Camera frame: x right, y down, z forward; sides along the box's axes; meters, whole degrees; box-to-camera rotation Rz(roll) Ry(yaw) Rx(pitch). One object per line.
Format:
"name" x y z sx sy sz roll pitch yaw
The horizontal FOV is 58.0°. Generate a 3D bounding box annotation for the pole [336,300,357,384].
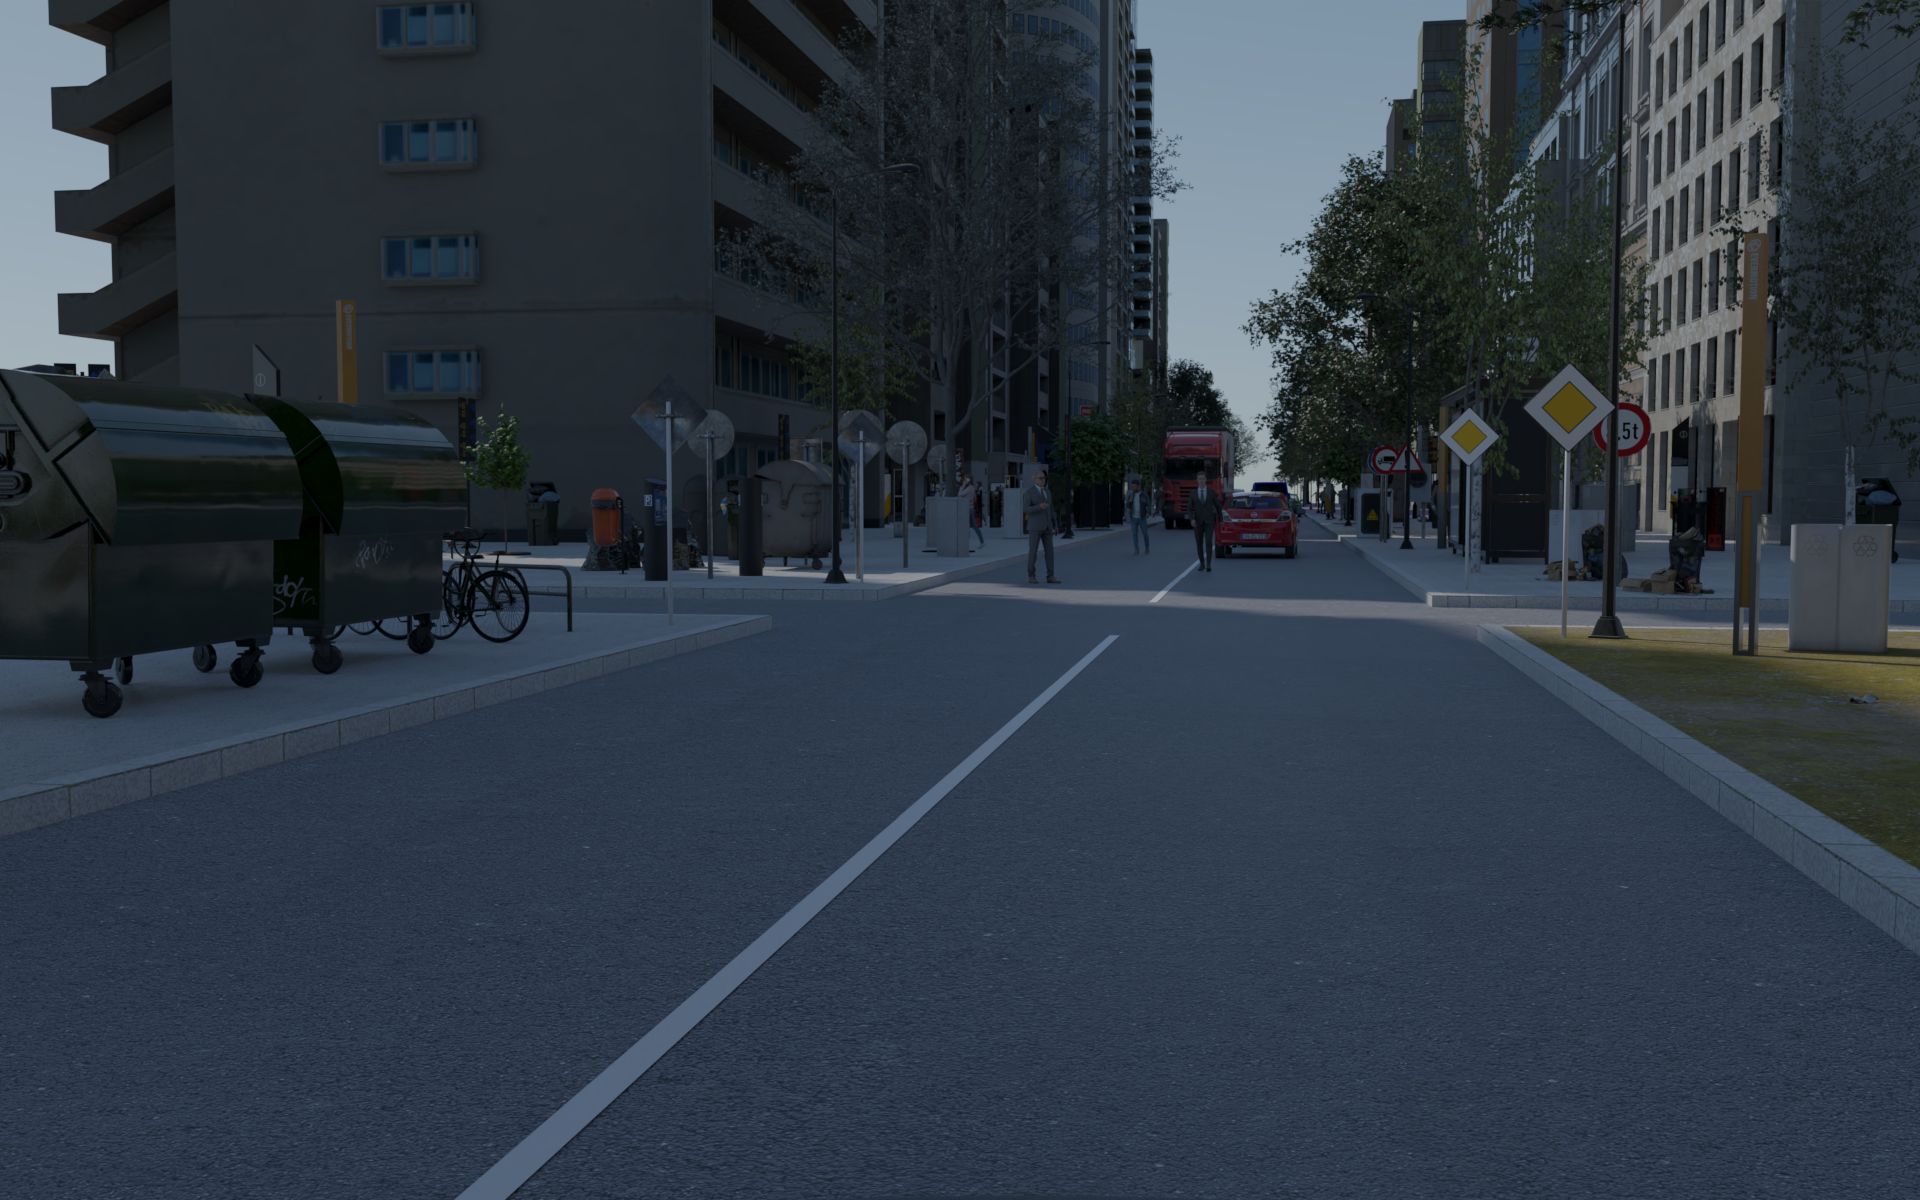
"pole" -6.471 -1.498 18.342 0.158 3.312 0.155 0 3 0

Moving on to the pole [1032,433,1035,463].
"pole" 2.379 -3.912 57.804 0.158 3.312 0.155 0 3 0

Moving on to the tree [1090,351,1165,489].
"tree" 8.635 -8.443 88.412 4.737 8.622 4.395 0 3 0

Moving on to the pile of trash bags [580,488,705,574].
"pile of trash bags" -5.494 -1.183 29.103 1.912 1.369 3.447 0 4 5

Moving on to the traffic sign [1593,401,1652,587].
"traffic sign" 9.128 -1.458 23.944 0.768 2.556 0.104 1 4 15

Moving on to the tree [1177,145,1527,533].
"tree" 13.973 -8.562 57.001 9.611 12.733 9.660 0 3 0

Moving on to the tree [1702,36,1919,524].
"tree" 14.227 -4.726 27.639 4.360 8.622 3.978 0 3 0

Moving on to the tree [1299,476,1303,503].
"tree" 18.639 -7.934 80.076 4.737 8.622 4.395 0 3 0

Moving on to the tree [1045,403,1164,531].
"tree" 4.650 -4.735 61.134 4.285 4.588 4.351 0 3 0

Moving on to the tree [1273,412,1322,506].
"tree" 38.632 -16.742 191.862 7.486 12.596 7.792 0 3 0

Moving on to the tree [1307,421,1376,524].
"tree" 16.678 -5.512 73.835 4.285 4.588 4.351 0 3 0

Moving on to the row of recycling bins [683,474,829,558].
"row of recycling bins" -4.233 -1.741 35.575 3.534 1.692 1.069 2 4 29

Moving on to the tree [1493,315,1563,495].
"tree" 21.495 -7.100 66.443 4.360 8.622 3.978 0 3 0

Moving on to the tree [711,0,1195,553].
"tree" -0.096 -7.787 37.680 12.009 13.543 11.850 0 3 0

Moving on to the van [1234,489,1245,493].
"van" 21.361 -7.778 134.175 2.013 2.044 4.112 1 4 11

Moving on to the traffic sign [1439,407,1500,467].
"traffic sign" 6.839 -1.288 23.247 0.795 2.593 0.064 1 4 10

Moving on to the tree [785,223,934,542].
"tree" -2.822 -5.866 46.268 4.737 8.622 4.395 0 3 0

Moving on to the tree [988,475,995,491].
"tree" 0.907 -6.272 97.141 1.663 3.219 1.824 0 3 0

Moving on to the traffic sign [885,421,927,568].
"traffic sign" -0.946 -1.831 30.045 0.768 2.556 0.104 1 4 15

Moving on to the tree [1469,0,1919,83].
"tree" 5.188 -4.434 6.917 8.767 10.594 7.601 -3 5 -39

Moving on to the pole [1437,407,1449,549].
"pole" 11.287 -2.852 40.469 0.158 3.312 0.155 0 3 0

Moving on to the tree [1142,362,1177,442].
"tree" 19.262 -13.991 145.765 9.611 12.733 9.660 0 3 0

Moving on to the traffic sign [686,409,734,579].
"traffic sign" -3.769 -1.589 26.086 0.768 2.556 0.104 1 4 12

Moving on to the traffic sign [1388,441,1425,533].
"traffic sign" 10.977 -2.608 42.650 0.884 2.594 0.081 1 4 12

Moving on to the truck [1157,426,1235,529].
"truck" 10.204 -5.191 73.782 2.839 4.237 11.283 1 4 11

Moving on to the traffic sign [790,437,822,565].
"traffic sign" -2.779 -1.778 31.207 0.606 2.300 0.079 1 4 15

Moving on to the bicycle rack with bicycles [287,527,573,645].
"bicycle rack with bicycles" -4.817 -0.144 15.730 2.925 0.926 2.852 3 4 37

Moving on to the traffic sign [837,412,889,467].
"traffic sign" -1.418 -1.380 24.760 0.795 2.593 0.064 1 4 10

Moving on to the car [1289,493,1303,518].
"car" 20.288 -6.030 107.385 1.959 1.807 4.718 1 4 11

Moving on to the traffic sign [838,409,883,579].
"traffic sign" -1.536 -1.592 26.128 0.768 2.556 0.104 1 4 12

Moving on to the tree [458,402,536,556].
"tree" -9.580 -2.567 36.564 1.663 3.219 1.824 0 3 0

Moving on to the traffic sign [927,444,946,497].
"traffic sign" -0.483 -2.693 44.135 0.768 2.556 0.104 1 4 14

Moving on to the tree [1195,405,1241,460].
"tree" 27.132 -16.228 191.079 9.928 11.665 9.643 0 3 0

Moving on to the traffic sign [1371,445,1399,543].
"traffic sign" 11.159 -2.768 45.371 0.768 2.556 0.104 1 4 13

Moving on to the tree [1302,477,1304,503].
"tree" 47.113 -17.501 236.498 4.360 8.622 3.978 0 3 0

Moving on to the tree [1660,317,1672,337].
"tree" 14.833 -5.645 42.654 4.737 8.622 4.395 0 3 0

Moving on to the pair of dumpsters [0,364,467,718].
"pair of dumpsters" -5.078 -0.576 11.907 1.574 2.255 4.437 1 4 10

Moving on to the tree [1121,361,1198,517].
"tree" 10.934 -8.889 95.701 4.360 8.622 3.978 0 3 0

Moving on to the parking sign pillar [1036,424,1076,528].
"parking sign pillar" 3.583 -4.782 66.654 1.447 3.967 1.447 1 4 21

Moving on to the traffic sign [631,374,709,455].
"traffic sign" -2.843 -0.900 16.902 0.795 2.593 0.064 1 4 10

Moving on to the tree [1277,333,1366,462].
"tree" 27.420 -13.365 128.891 12.009 13.543 11.850 0 3 0

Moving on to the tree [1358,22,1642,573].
"tree" 8.630 -4.742 27.898 4.737 8.622 4.395 0 3 0

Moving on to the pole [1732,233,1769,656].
"pole" 6.251 -1.214 13.687 0.158 3.312 0.155 0 3 0

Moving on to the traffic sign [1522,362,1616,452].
"traffic sign" 5.413 -0.807 15.390 0.795 2.593 0.064 1 4 10

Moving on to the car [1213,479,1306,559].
"car" 6.888 -1.895 40.025 2.155 1.783 4.494 1 4 12

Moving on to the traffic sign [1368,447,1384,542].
"traffic sign" 11.361 -2.847 46.652 0.768 2.556 0.104 1 4 15
